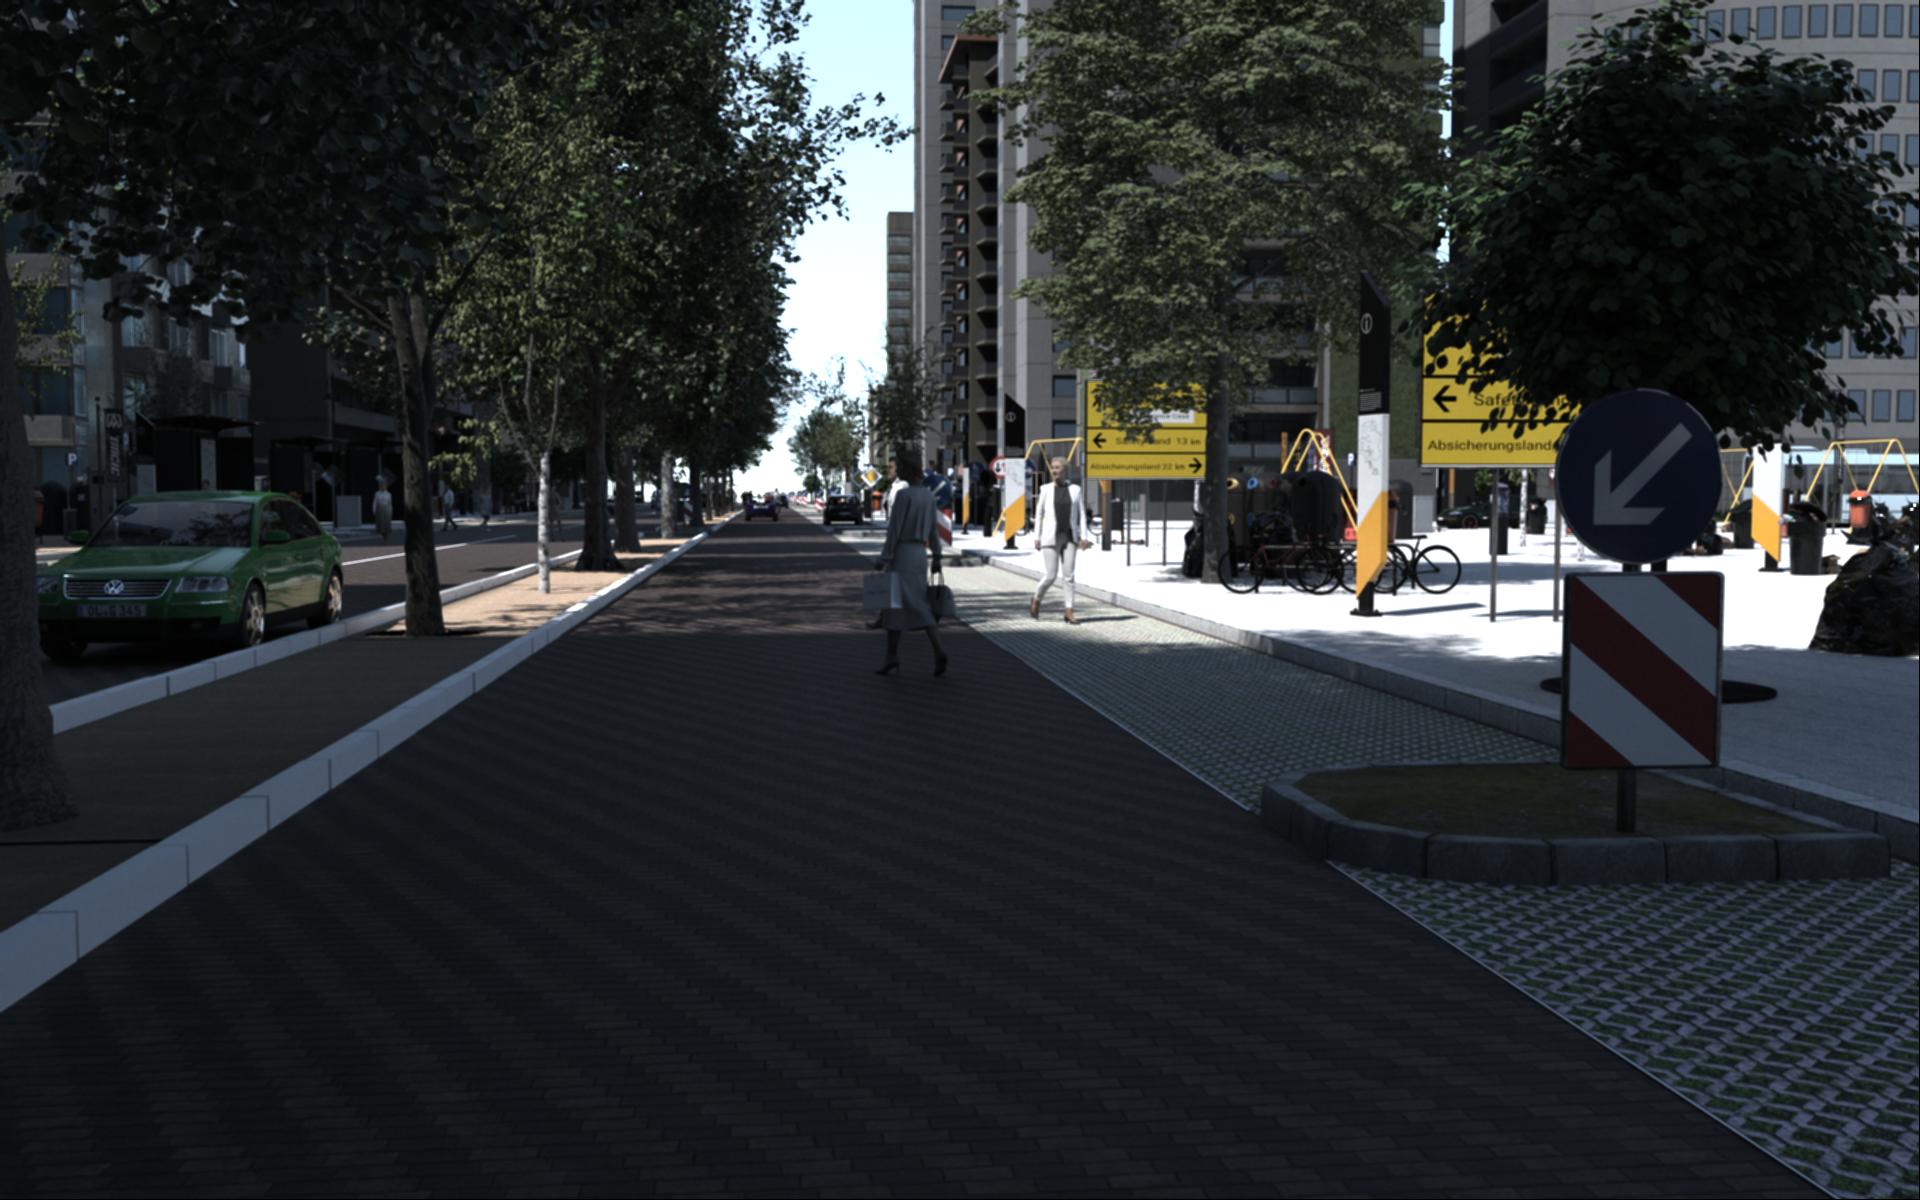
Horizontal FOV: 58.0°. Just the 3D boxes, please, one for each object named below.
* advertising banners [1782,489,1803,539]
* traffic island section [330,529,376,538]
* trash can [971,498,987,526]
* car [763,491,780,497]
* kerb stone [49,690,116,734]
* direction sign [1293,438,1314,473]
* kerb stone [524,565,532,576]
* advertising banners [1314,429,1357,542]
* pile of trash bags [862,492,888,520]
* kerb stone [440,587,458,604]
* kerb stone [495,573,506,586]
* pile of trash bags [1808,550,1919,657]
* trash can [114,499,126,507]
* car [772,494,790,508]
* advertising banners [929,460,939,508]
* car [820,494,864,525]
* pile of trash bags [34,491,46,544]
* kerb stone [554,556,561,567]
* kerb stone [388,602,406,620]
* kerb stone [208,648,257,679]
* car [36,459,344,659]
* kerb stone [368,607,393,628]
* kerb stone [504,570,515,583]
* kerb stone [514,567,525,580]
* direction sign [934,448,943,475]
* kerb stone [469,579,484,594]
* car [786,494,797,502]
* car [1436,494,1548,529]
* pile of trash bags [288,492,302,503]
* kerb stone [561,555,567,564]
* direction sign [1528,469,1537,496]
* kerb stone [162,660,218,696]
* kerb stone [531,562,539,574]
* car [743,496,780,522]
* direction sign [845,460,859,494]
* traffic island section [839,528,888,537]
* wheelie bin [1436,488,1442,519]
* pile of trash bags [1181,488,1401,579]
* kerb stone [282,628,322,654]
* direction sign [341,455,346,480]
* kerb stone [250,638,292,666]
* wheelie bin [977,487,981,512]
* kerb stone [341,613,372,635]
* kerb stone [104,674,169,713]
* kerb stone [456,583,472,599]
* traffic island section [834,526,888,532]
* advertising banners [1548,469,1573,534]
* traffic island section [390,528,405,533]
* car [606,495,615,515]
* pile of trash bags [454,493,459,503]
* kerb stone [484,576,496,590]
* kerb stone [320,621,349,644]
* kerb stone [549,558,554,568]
[{"bbox_3d":[23.850,-3.291,49.991,0.090,3.025,2.074,0,4,3],"label":"advertising banners"},{"bbox_3d":[-20.801,-2.153,57.490,2.009,0.180,2.903,0,4,-6],"label":"traffic island section"},{"bbox_3d":[0.793,-3.620,70.837,0.748,1.137,0.748,0,3,0],"label":"trash can"},{"bbox_3d":[-22.063,-11.962,204.253,2.281,1.827,5.304,0,4,-8],"label":"car"},{"bbox_3d":[-5.475,0.704,10.679,0.120,0.150,1.000,0,4,-6],"label":"kerb stone"},{"bbox_3d":[13.859,-4.766,69.925,0.876,3.537,0.379,2,4,32],"label":"direction sign"},{"bbox_3d":[-7.590,-0.480,30.037,0.120,0.150,1.000,0,4,-6],"label":"kerb stone"},{"bbox_3d":[10.479,-3.058,46.194,2.074,3.025,0.090,1,4,17],"label":"advertising banners"},{"bbox_3d":[-3.071,-4.572,84.504,3.447,1.369,1.912,3,5,42],"label":"pile of trash bags"},{"bbox_3d":[-6.816,-0.042,22.888,0.120,0.150,1.000,0,4,-6],"label":"kerb stone"},{"bbox_3d":[-7.245,-0.289,26.970,0.120,0.150,1.000,0,4,-6],"label":"kerb stone"},{"bbox_3d":[8.851,-0.268,14.134,3.447,1.369,1.912,-1,4,-21],"label":"pile of trash bags"},{"bbox_3d":[-22.373,-2.143,46.695,0.748,1.137,0.748,0,3,0],"label":"trash can"},{"bbox_3d":[-18.074,-10.017,173.561,2.009,1.686,4.222,0,4,-5],"label":"car"},{"bbox_3d":[-1.064,-5.788,90.824,0.090,3.025,2.074,2,4,33],"label":"advertising banners"},{"bbox_3d":[-5.418,-4.295,80.004,2.009,1.686,4.222,0,4,-7],"label":"car"},{"bbox_3d":[-24.967,-2.128,44.550,3.447,1.369,1.912,1,4,17],"label":"pile of trash bags"},{"bbox_3d":[-8.030,-0.729,34.115,0.120,0.150,1.000,0,4,-6],"label":"kerb stone"},{"bbox_3d":[-6.479,0.145,19.839,0.120,0.150,1.000,0,4,-6],"label":"kerb stone"},{"bbox_3d":[-5.804,0.518,13.733,0.120,0.150,1.000,0,4,-6],"label":"kerb stone"},{"bbox_3d":[-7.219,-0.473,16.525,1.959,1.807,4.718,0,4,-6],"label":"car"},{"bbox_3d":[-6.362,0.206,18.823,0.120,0.150,1.000,0,4,-6],"label":"kerb stone"},{"bbox_3d":[-7.363,-0.354,27.986,0.120,0.150,1.000,0,4,-6],"label":"kerb stone"},{"bbox_3d":[-7.468,-0.417,29.012,0.120,0.150,1.000,0,4,-6],"label":"kerb stone"},{"bbox_3d":[-0.996,-5.773,86.384,0.379,3.537,0.876,1,4,17],"label":"direction sign"},{"bbox_3d":[-7.037,-0.167,24.921,0.120,0.150,1.000,0,4,-6],"label":"kerb stone"},{"bbox_3d":[-27.652,-16.724,283.034,1.945,1.707,3.694,0,4,-8],"label":"car"},{"bbox_3d":[20.641,-3.509,67.153,4.222,1.686,2.009,0,4,-6],"label":"car"},{"bbox_3d":[-26.123,-3.464,66.389,1.912,1.369,3.447,0,4,2],"label":"pile of trash bags"},{"bbox_3d":[-8.144,-0.786,35.142,0.120,0.150,1.000,0,4,-6],"label":"kerb stone"},{"bbox_3d":[24.068,-4.954,72.996,0.876,3.537,0.379,-3,5,-43],"label":"direction sign"},{"bbox_3d":[-5.692,0.585,12.713,0.120,0.150,1.000,0,4,-6],"label":"kerb stone"},{"bbox_3d":[-7.705,-0.542,31.053,0.120,0.150,1.000,0,4,-6],"label":"kerb stone"},{"bbox_3d":[-10.496,-4.835,91.630,1.945,1.354,3.894,0,4,-5],"label":"car"},{"bbox_3d":[-7.150,-7.502,114.649,0.876,3.537,0.379,0,4,0],"label":"direction sign"},{"bbox_3d":[-3.015,-2.272,59.424,2.009,0.180,2.903,0,4,-6],"label":"traffic island section"},{"bbox_3d":[23.719,-4.762,85.774,0.980,1.594,0.693,-3,5,-45],"label":"wheelie bin"},{"bbox_3d":[5.101,-1.055,27.007,3.447,1.369,1.912,1,4,16],"label":"pile of trash bags"},{"bbox_3d":[-6.030,0.393,15.774,0.120,0.150,1.000,0,4,-6],"label":"kerb stone"},{"bbox_3d":[-35.100,-6.562,99.290,0.876,3.537,0.379,1,4,20],"label":"direction sign"},{"bbox_3d":[-5.912,0.458,14.749,0.120,0.150,1.000,0,4,-6],"label":"kerb stone"},{"bbox_3d":[0.521,-4.171,76.106,0.980,1.594,0.693,3,5,39],"label":"wheelie bin"},{"bbox_3d":[-6.247,0.268,17.807,0.120,0.150,1.000,0,4,-6],"label":"kerb stone"},{"bbox_3d":[-5.594,0.643,11.695,0.120,0.150,1.000,0,4,-6],"label":"kerb stone"},{"bbox_3d":[-6.922,-0.104,23.905,0.120,0.150,1.000,0,4,-6],"label":"kerb stone"},{"bbox_3d":[-3.883,-2.757,67.362,2.009,0.180,2.903,0,4,-6],"label":"traffic island section"},{"bbox_3d":[19.616,-3.618,55.341,0.090,3.025,2.074,-3,4,-36],"label":"advertising banners"},{"bbox_3d":[-21.669,-2.639,65.428,2.009,0.180,2.903,0,4,-6],"label":"traffic island section"},{"bbox_3d":[-24.782,-6.606,120.596,1.945,1.354,3.894,0,4,-5],"label":"car"},{"bbox_3d":[-39.087,-7.842,137.971,3.447,1.369,1.912,2,4,31],"label":"pile of trash bags"},{"bbox_3d":[-7.137,-0.229,25.947,0.120,0.150,1.000,0,4,-6],"label":"kerb stone"},{"bbox_3d":[-6.137,0.339,16.791,0.120,0.150,1.000,0,4,-6],"label":"kerb stone"},{"bbox_3d":[-7.927,-0.665,33.098,0.120,0.150,1.000,0,4,-6],"label":"kerb stone"}]
